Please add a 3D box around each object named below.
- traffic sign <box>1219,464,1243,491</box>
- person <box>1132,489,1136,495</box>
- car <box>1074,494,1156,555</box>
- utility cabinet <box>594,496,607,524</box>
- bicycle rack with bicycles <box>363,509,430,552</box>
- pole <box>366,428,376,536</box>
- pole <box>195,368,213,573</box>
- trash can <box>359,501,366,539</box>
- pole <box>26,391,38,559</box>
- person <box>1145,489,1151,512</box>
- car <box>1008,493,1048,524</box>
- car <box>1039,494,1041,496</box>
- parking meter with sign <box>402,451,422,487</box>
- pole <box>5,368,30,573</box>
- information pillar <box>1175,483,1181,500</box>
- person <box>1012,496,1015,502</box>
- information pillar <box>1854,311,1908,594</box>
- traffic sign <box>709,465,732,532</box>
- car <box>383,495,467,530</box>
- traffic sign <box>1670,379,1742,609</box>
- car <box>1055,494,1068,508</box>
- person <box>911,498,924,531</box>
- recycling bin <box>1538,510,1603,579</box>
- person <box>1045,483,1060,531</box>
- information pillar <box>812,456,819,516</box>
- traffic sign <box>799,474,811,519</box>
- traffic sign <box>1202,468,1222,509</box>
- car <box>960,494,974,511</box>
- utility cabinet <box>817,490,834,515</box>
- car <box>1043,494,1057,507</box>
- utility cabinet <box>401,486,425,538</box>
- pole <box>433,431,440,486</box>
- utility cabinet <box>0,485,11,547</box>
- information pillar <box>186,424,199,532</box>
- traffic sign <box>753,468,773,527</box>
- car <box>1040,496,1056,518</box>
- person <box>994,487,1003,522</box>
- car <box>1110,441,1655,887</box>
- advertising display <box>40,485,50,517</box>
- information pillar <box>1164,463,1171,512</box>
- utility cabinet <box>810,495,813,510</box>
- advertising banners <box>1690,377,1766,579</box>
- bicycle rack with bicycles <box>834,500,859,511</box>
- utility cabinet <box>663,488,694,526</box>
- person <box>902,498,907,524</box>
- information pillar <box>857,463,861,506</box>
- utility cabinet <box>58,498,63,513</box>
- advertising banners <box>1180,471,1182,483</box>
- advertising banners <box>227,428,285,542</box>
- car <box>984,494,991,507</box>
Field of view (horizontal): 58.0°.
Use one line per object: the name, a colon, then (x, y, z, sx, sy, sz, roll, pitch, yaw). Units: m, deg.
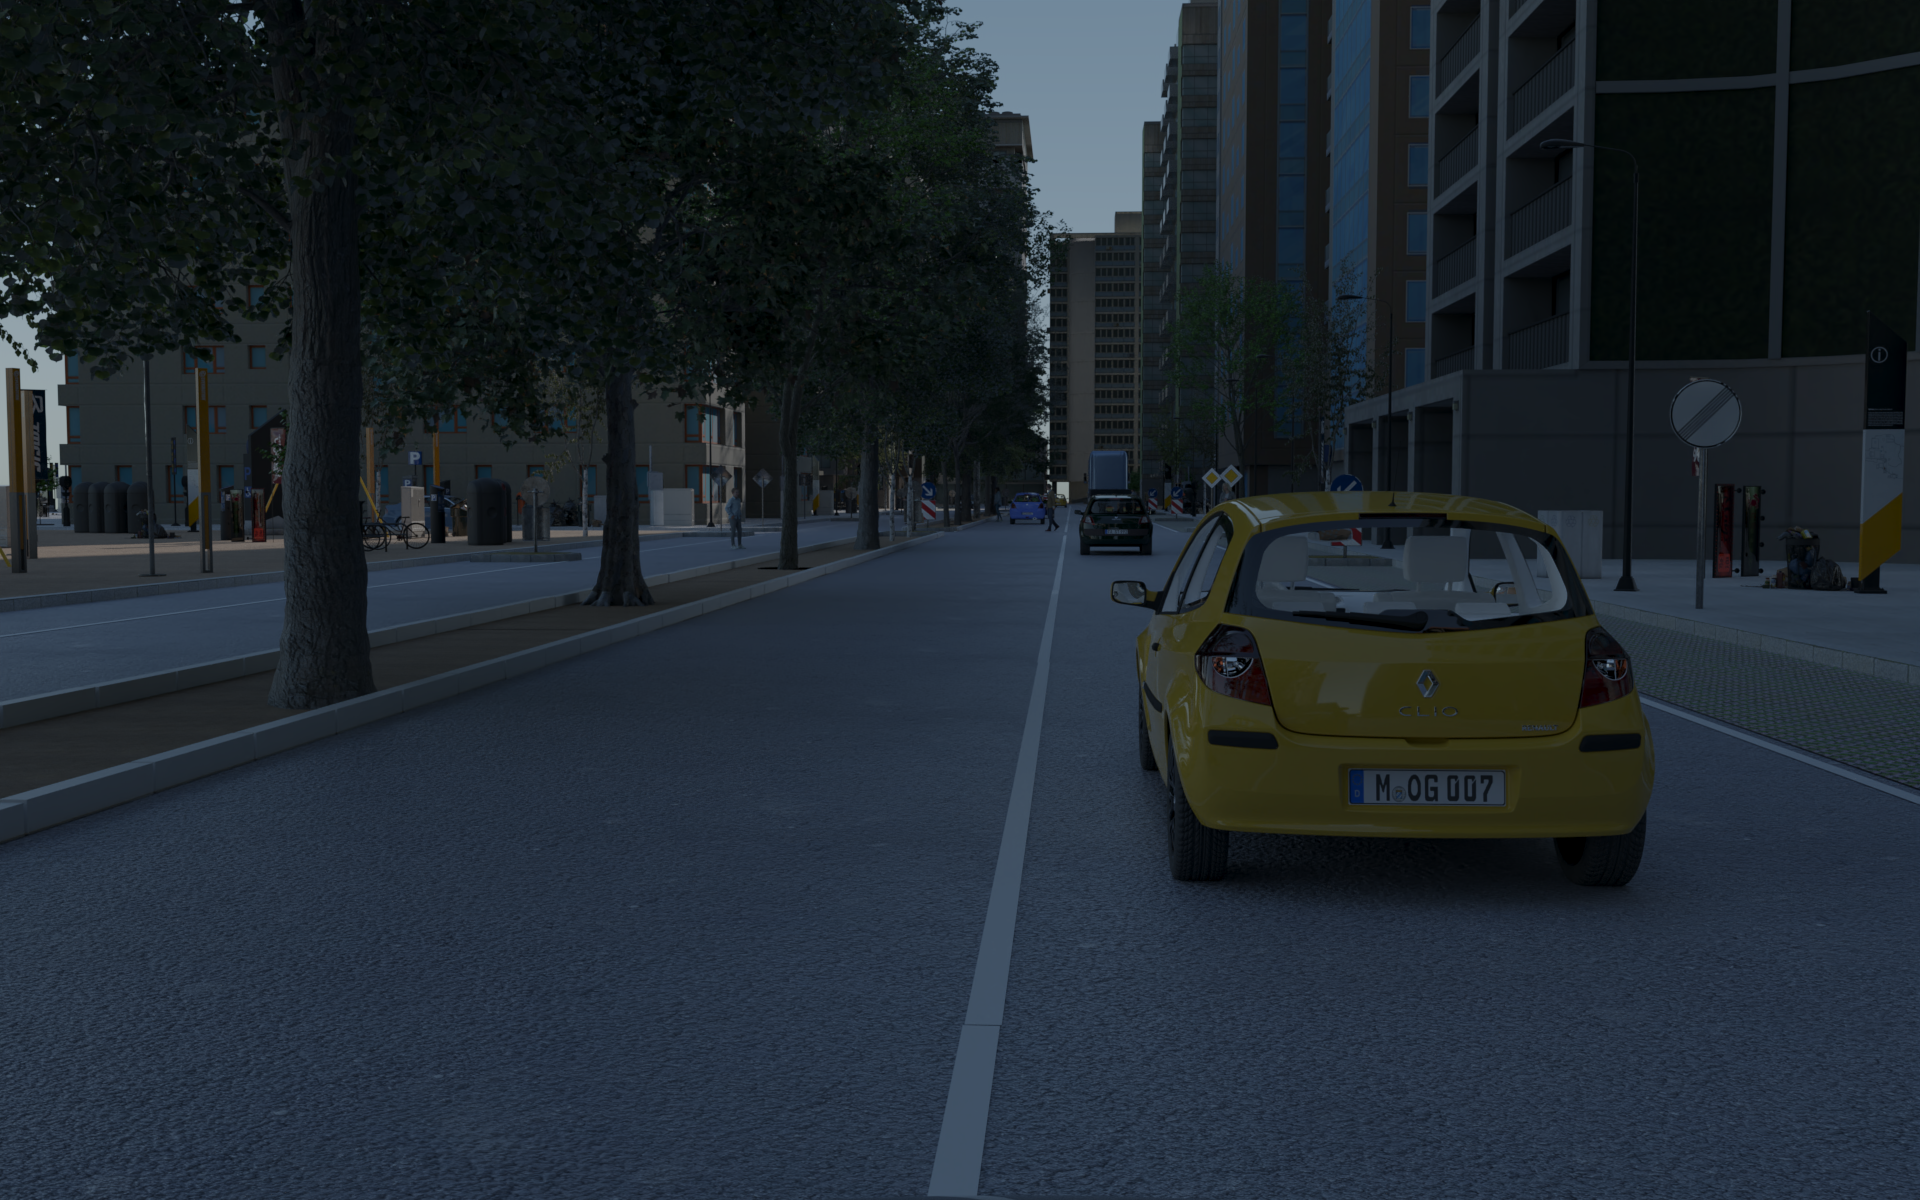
traffic sign: (9.059, -3.320, 57.921, 0.795, 2.450, 0.064, 0, 4, 4)
person: (13.909, -7.929, 137.981, 0.795, 1.843, 0.661, 3, 5, 40)
car: (3.772, -1.972, 42.036, 2.009, 1.686, 4.222, 0, 4, 4)
utility cabinet: (-14.556, -3.684, 71.396, 1.020, 1.237, 0.306, 0, 4, -7)
bicycle rack with bicycles: (-13.804, -1.585, 39.301, 2.925, 0.926, 2.852, 0, 4, -2)
pole: (-18.148, -3.639, 53.340, 0.158, 3.312, 0.155, 0, 3, 0)
pole: (-12.277, -2.097, 28.131, 0.158, 3.312, 0.155, 0, 3, 0)
trash can: (-13.077, -1.551, 37.009, 0.748, 1.137, 0.748, 0, 3, 0)
pole: (-18.409, -2.472, 34.254, 0.158, 3.312, 0.155, 0, 3, 0)
person: (14.623, -7.688, 134.113, 0.656, 1.842, 0.836, 0, 4, 0)
car: (3.252, -4.504, 83.224, 1.945, 1.707, 3.694, 0, 4, 3)
car: (5.606, -7.473, 132.413, 2.015, 1.641, 3.980, 0, 4, 2)
parking meter with sign: (-22.194, -4.499, 69.816, 0.543, 3.016, 1.738, 0, 4, 0)
pole: (-15.299, -2.093, 28.072, 0.158, 3.312, 0.155, 0, 3, 0)
information pillar: (14.688, -6.858, 116.621, 0.304, 2.012, 0.304, -2, 4, -32)
person: (3.251, -5.676, 105.586, 0.425, 1.301, 0.394, -2, 4, -30)
information pillar: (11.828, -1.888, 22.221, 0.504, 3.616, 0.183, 1, 4, 9)
traffic sign: (-8.148, -3.389, 59.054, 0.795, 2.450, 0.064, 0, 4, 4)
car: (-18.994, -3.186, 64.091, 4.499, 1.417, 2.014, 0, 4, 3)
traffic sign: (8.266, -1.173, 19.287, 0.768, 2.556, 0.104, 0, 4, 6)
car: (10.442, -10.574, 183.111, 2.015, 1.641, 3.980, 0, 4, 5)
person: (-1.662, -3.389, 64.395, 0.515, 1.767, 0.782, -1, 4, -20)
recycling bin: (9.314, -0.851, 26.467, 0.722, 1.027, 0.722, -1, 4, -10)
person: (3.513, -3.570, 66.773, 0.836, 1.842, 0.656, -3, 5, -44)
information pillar: (-8.507, -6.780, 102.205, 0.504, 3.616, 0.183, 3, 5, 42)
traffic sign: (-7.976, -5.310, 88.941, 0.606, 2.300, 0.079, 0, 4, 6)
traffic sign: (9.576, -3.807, 65.890, 0.795, 2.450, 0.064, 0, 4, 4)
car: (0.674, -8.441, 147.793, 2.009, 1.686, 4.222, 0, 4, 2)
utility cabinet: (-8.083, -5.778, 103.157, 1.173, 1.500, 0.318, 2, 4, 28)
car: (9.723, -11.027, 189.329, 2.155, 1.783, 4.494, 0, 4, 4)
utility cabinet: (-15.819, -2.535, 50.132, 0.318, 1.500, 1.173, 0, 4, 0)
pole: (-16.786, -3.774, 55.552, 0.158, 3.312, 0.155, 0, 3, 0)
utility cabinet: (-23.107, -2.016, 41.636, 1.173, 1.500, 0.318, 2, 4, 32)
information pillar: (-25.705, -4.085, 58.152, 0.504, 3.616, 0.183, 1, 4, 10)
traffic sign: (-7.631, -3.876, 67.022, 0.795, 2.450, 0.064, 0, 4, 4)
car: (4.677, -5.463, 101.892, 1.945, 1.354, 3.894, 0, 4, 5)
person: (2.006, -5.001, 90.527, 0.793, 1.790, 0.793, -3, 4, -38)
car: (1.702, 0.149, 7.792, 2.015, 1.641, 3.980, 0, 4, 3)
advertising display: (-50.677, -5.546, 95.898, 0.974, 1.923, 0.123, 3, 5, 39)
information pillar: (15.239, -8.299, 127.036, 0.504, 3.616, 0.183, 0, 4, 3)
utility cabinet: (-11.667, -7.906, 140.420, 1.020, 1.237, 0.306, 1, 4, 10)
advertising banners: (11.699, -1.851, 26.447, 2.074, 3.025, 0.090, -2, 4, -35)
bicycle rack with bicycles: (-8.217, -7.248, 131.882, 2.852, 0.926, 2.925, 3, 4, 38)
utility cabinet: (-11.091, -3.649, 68.347, 1.173, 1.500, 0.318, 1, 4, 12)
person: (-2.472, -4.512, 82.470, 0.583, 1.804, 0.606, -1, 4, -9)
information pillar: (-6.823, -7.814, 119.114, 0.504, 3.616, 0.183, -1, 4, -10)
utility cabinet: (-62.371, -6.672, 120.243, 0.306, 1.237, 1.020, -3, 5, -40)
advertising banners: (16.645, -8.144, 129.350, 0.090, 3.025, 2.074, 1, 4, 21)
advertising banners: (-18.699, -3.051, 46.074, 2.074, 3.025, 0.090, 2, 4, 23)
car: (3.610, -11.120, 191.593, 2.009, 1.686, 4.222, 0, 4, 3)
